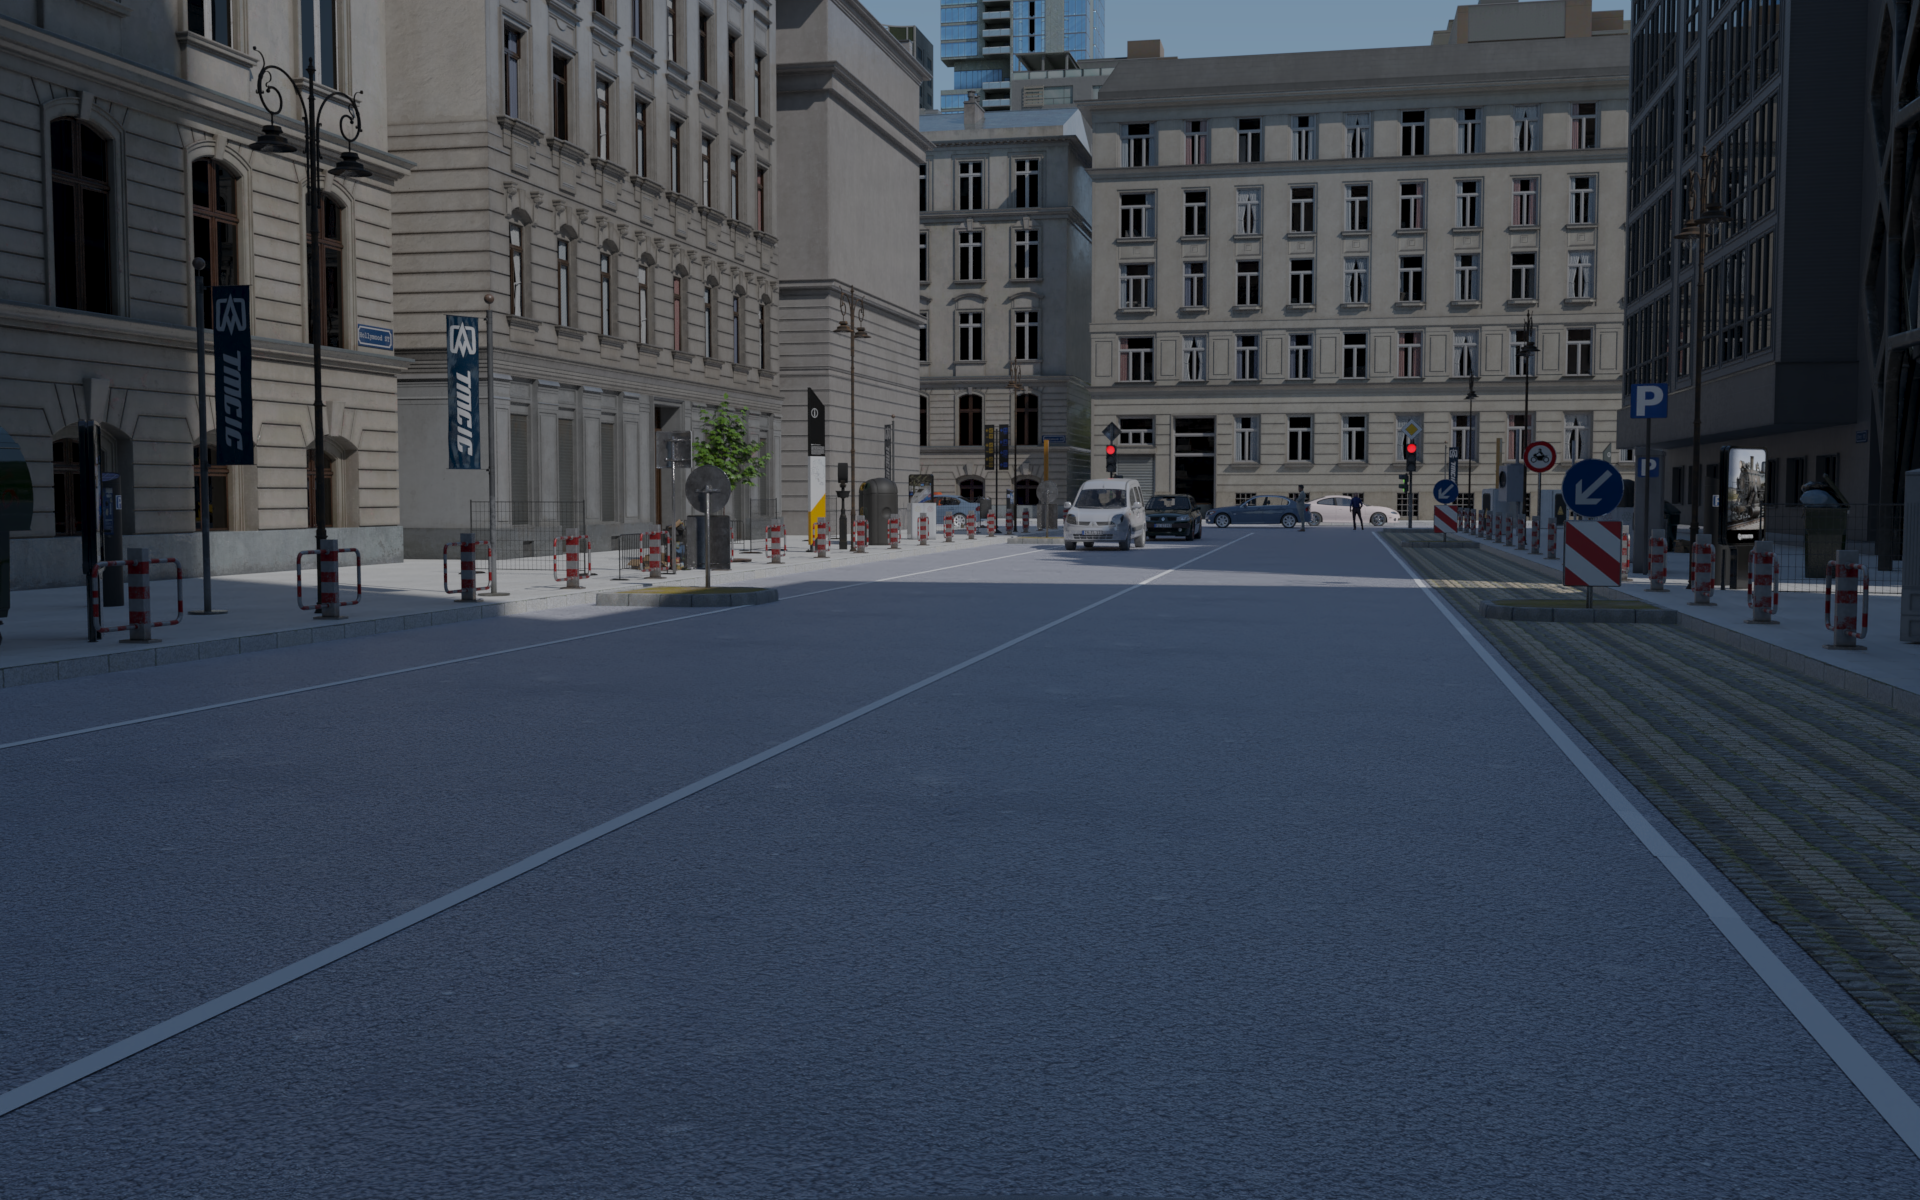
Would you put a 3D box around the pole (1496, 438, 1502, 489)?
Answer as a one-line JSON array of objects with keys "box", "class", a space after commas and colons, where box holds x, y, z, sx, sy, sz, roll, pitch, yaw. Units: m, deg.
[{"box": [19.583, -4.228, 62.969, 0.158, 3.312, 0.155, 0, 3, 0], "class": "pole"}]

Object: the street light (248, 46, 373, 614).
[{"box": [-6.867, -2.796, 18.495, 0.468, 5.910, 1.993, 1, 4, 12], "class": "street light"}]

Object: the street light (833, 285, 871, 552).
[{"box": [-2.381, -4.015, 38.440, 0.468, 5.910, 1.993, 1, 4, 12], "class": "street light"}]

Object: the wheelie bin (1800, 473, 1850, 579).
[{"box": [13.222, -1.137, 26.494, 0.693, 1.594, 0.980, 2, 4, 26], "class": "wheelie bin"}]

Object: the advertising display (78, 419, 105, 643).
[{"box": [-7.680, -0.619, 15.339, 0.123, 1.923, 0.974, -1, 4, -23], "class": "advertising display"}]

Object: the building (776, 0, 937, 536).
[{"box": [-14.029, -13.402, 60.920, 24.055, 21.916, 13.314, 1, 4, 12], "class": "building"}]

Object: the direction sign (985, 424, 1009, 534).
[{"box": [1.193, -3.935, 56.330, 0.876, 3.537, 0.379, 2, 4, 31], "class": "direction sign"}]

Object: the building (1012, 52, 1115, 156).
[{"box": [12.777, -29.290, 162.483, 14.154, 41.232, 14.086, 1, 4, 12], "class": "building"}]

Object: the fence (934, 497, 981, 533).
[{"box": [-0.454, -2.779, 56.640, 2.264, 1.192, 0.480, 0, 4, 3], "class": "fence"}]

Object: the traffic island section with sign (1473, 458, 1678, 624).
[{"box": [7.104, -0.700, 20.078, 1.989, 1.847, 2.006, 1, 4, 12], "class": "traffic island section with sign"}]

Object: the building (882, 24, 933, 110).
[{"box": [-16.305, -50.484, 263.671, 20.611, 71.187, 20.563, 1, 4, 12], "class": "building"}]

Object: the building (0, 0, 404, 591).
[{"box": [-19.055, -12.059, 16.241, 14.460, 24.649, 34.723, 1, 4, 12], "class": "building"}]

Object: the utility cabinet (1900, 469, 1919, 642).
[{"box": [8.544, -0.353, 14.458, 0.318, 1.500, 1.173, -3, 5, -40], "class": "utility cabinet"}]

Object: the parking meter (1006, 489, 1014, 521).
[{"box": [2.422, -4.610, 83.781, 0.372, 1.533, 0.369, 0, 3, 0], "class": "parking meter"}]

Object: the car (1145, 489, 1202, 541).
[{"box": [6.590, -2.722, 54.288, 2.009, 1.686, 4.222, 1, 4, 13], "class": "car"}]

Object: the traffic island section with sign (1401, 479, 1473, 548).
[{"box": [12.902, -2.321, 46.581, 1.989, 1.847, 2.006, 1, 4, 12], "class": "traffic island section with sign"}]

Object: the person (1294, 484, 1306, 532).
[{"box": [13.010, -3.526, 66.339, 0.466, 1.800, 0.511, 0, 4, 1], "class": "person"}]

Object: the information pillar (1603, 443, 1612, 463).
[{"box": [29.383, -5.343, 78.705, 0.504, 3.616, 0.183, -2, 4, -29], "class": "information pillar"}]

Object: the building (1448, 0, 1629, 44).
[{"box": [51.122, -30.937, 155.929, 14.600, 45.320, 14.200, 1, 4, 12], "class": "building"}]

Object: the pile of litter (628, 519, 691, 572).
[{"box": [-5.084, -0.944, 29.400, 1.176, 0.858, 1.719, 0, 4, 6], "class": "pile of litter"}]

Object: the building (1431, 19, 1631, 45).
[{"box": [57.396, -33.593, 172.951, 21.300, 48.544, 21.600, 1, 4, 12], "class": "building"}]

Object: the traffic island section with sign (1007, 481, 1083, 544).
[{"box": [2.530, -2.563, 50.537, 1.989, 1.847, 2.006, 1, 4, 12], "class": "traffic island section with sign"}]

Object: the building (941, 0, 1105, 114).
[{"box": [9.773, -57.892, 259.207, 31.000, 86.520, 22.319, 1, 4, 12], "class": "building"}]

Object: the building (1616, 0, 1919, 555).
[{"box": [26.841, -15.431, 45.797, 14.314, 27.812, 24.014, 1, 4, 12], "class": "building"}]

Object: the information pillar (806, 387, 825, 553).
[{"box": [-3.168, -2.862, 38.142, 0.183, 3.616, 0.504, 3, 4, 38], "class": "information pillar"}]

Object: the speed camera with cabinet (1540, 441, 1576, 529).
[{"box": [22.245, -4.242, 63.688, 2.038, 3.252, 0.660, -2, 4, -32], "class": "speed camera with cabinet"}]

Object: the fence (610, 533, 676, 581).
[{"box": [-4.860, -0.690, 26.653, 0.278, 0.683, 2.069, 1, 4, 11], "class": "fence"}]

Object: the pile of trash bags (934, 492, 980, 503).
[{"box": [-0.147, -4.740, 87.245, 3.447, 1.369, 1.912, 3, 5, 43], "class": "pile of trash bags"}]

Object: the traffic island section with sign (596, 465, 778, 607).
[{"box": [-3.500, -0.874, 22.919, 1.989, 1.847, 2.006, 1, 4, 12], "class": "traffic island section with sign"}]

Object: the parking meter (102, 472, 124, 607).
[{"box": [-9.775, -0.696, 19.785, 0.372, 1.533, 0.369, 0, 3, 0], "class": "parking meter"}]

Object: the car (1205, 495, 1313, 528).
[{"box": [12.653, -3.751, 73.335, 4.499, 1.417, 2.014, 1, 4, 10], "class": "car"}]

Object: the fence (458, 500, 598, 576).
[{"box": [-6.859, -0.994, 27.448, 2.264, 1.192, 0.480, 1, 4, 20], "class": "fence"}]

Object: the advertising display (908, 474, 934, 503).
[{"box": [-1.257, -3.106, 56.000, 0.974, 1.923, 0.123, 3, 4, 38], "class": "advertising display"}]

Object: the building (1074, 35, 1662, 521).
[{"box": [22.010, -15.749, 90.782, 30.059, 22.955, 16.112, 1, 4, 12], "class": "building"}]

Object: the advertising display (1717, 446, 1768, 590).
[{"box": [10.540, -1.108, 23.333, 0.974, 1.923, 0.123, -2, 4, -35], "class": "advertising display"}]

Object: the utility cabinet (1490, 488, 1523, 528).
[{"box": [20.147, -3.379, 63.923, 1.173, 1.500, 0.318, 1, 4, 18], "class": "utility cabinet"}]

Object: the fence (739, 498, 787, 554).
[{"box": [-4.336, -1.656, 38.284, 0.480, 1.192, 2.264, 1, 4, 9], "class": "fence"}]

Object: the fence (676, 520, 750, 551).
[{"box": [-5.705, -1.472, 39.449, 2.069, 0.683, 0.278, 2, 4, 31], "class": "fence"}]

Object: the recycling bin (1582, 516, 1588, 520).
[{"box": [15.787, -1.853, 42.848, 0.722, 1.027, 0.722, 1, 4, 22], "class": "recycling bin"}]

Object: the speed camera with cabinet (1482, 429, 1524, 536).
[{"box": [16.802, -3.627, 53.635, 0.660, 3.252, 2.038, 0, 4, -4], "class": "speed camera with cabinet"}]

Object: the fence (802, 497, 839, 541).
[{"box": [-3.766, -2.251, 47.999, 0.480, 1.192, 2.264, 1, 4, 15], "class": "fence"}]

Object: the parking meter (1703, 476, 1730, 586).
[{"box": [10.646, -0.974, 24.340, 0.372, 1.533, 0.369, 0, 3, 0], "class": "parking meter"}]

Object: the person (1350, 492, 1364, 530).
[{"box": [15.920, -3.553, 69.280, 0.574, 1.496, 0.600, 2, 4, 27], "class": "person"}]

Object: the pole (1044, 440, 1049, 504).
[{"box": [3.256, -4.375, 65.367, 0.158, 3.312, 0.155, 0, 3, 0], "class": "pole"}]

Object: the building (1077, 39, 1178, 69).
[{"box": [15.696, -32.175, 176.171, 14.600, 45.320, 14.200, 1, 4, 12], "class": "building"}]

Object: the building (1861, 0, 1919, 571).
[{"box": [23.060, -9.682, 25.754, 16.820, 18.784, 16.811, 1, 4, 12], "class": "building"}]

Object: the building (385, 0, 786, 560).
[{"box": [-11.664, -11.835, 42.650, 9.793, 20.994, 18.267, 1, 4, 12], "class": "building"}]

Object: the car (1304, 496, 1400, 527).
[{"box": [17.241, -3.993, 77.644, 4.827, 1.381, 2.083, 1, 4, 12], "class": "car"}]

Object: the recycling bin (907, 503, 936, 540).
[{"box": [-1.091, -2.230, 49.010, 0.722, 1.027, 0.722, -1, 4, -12], "class": "recycling bin"}]

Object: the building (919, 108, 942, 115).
[{"box": [-12.940, -36.548, 217.161, 30.456, 49.044, 23.786, 1, 4, 12], "class": "building"}]

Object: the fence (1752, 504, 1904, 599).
[{"box": [10.858, -0.601, 21.022, 2.264, 1.192, 0.480, 1, 4, 20], "class": "fence"}]

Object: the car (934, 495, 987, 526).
[{"box": [-1.086, -3.778, 73.772, 4.499, 1.417, 2.014, 1, 4, 11], "class": "car"}]

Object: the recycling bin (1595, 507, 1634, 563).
[{"box": [12.430, -1.225, 32.583, 0.722, 1.027, 0.722, 2, 4, 30], "class": "recycling bin"}]

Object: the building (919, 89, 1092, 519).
[{"box": [-9.877, -17.042, 97.714, 34.723, 24.649, 14.460, 1, 4, 12], "class": "building"}]
